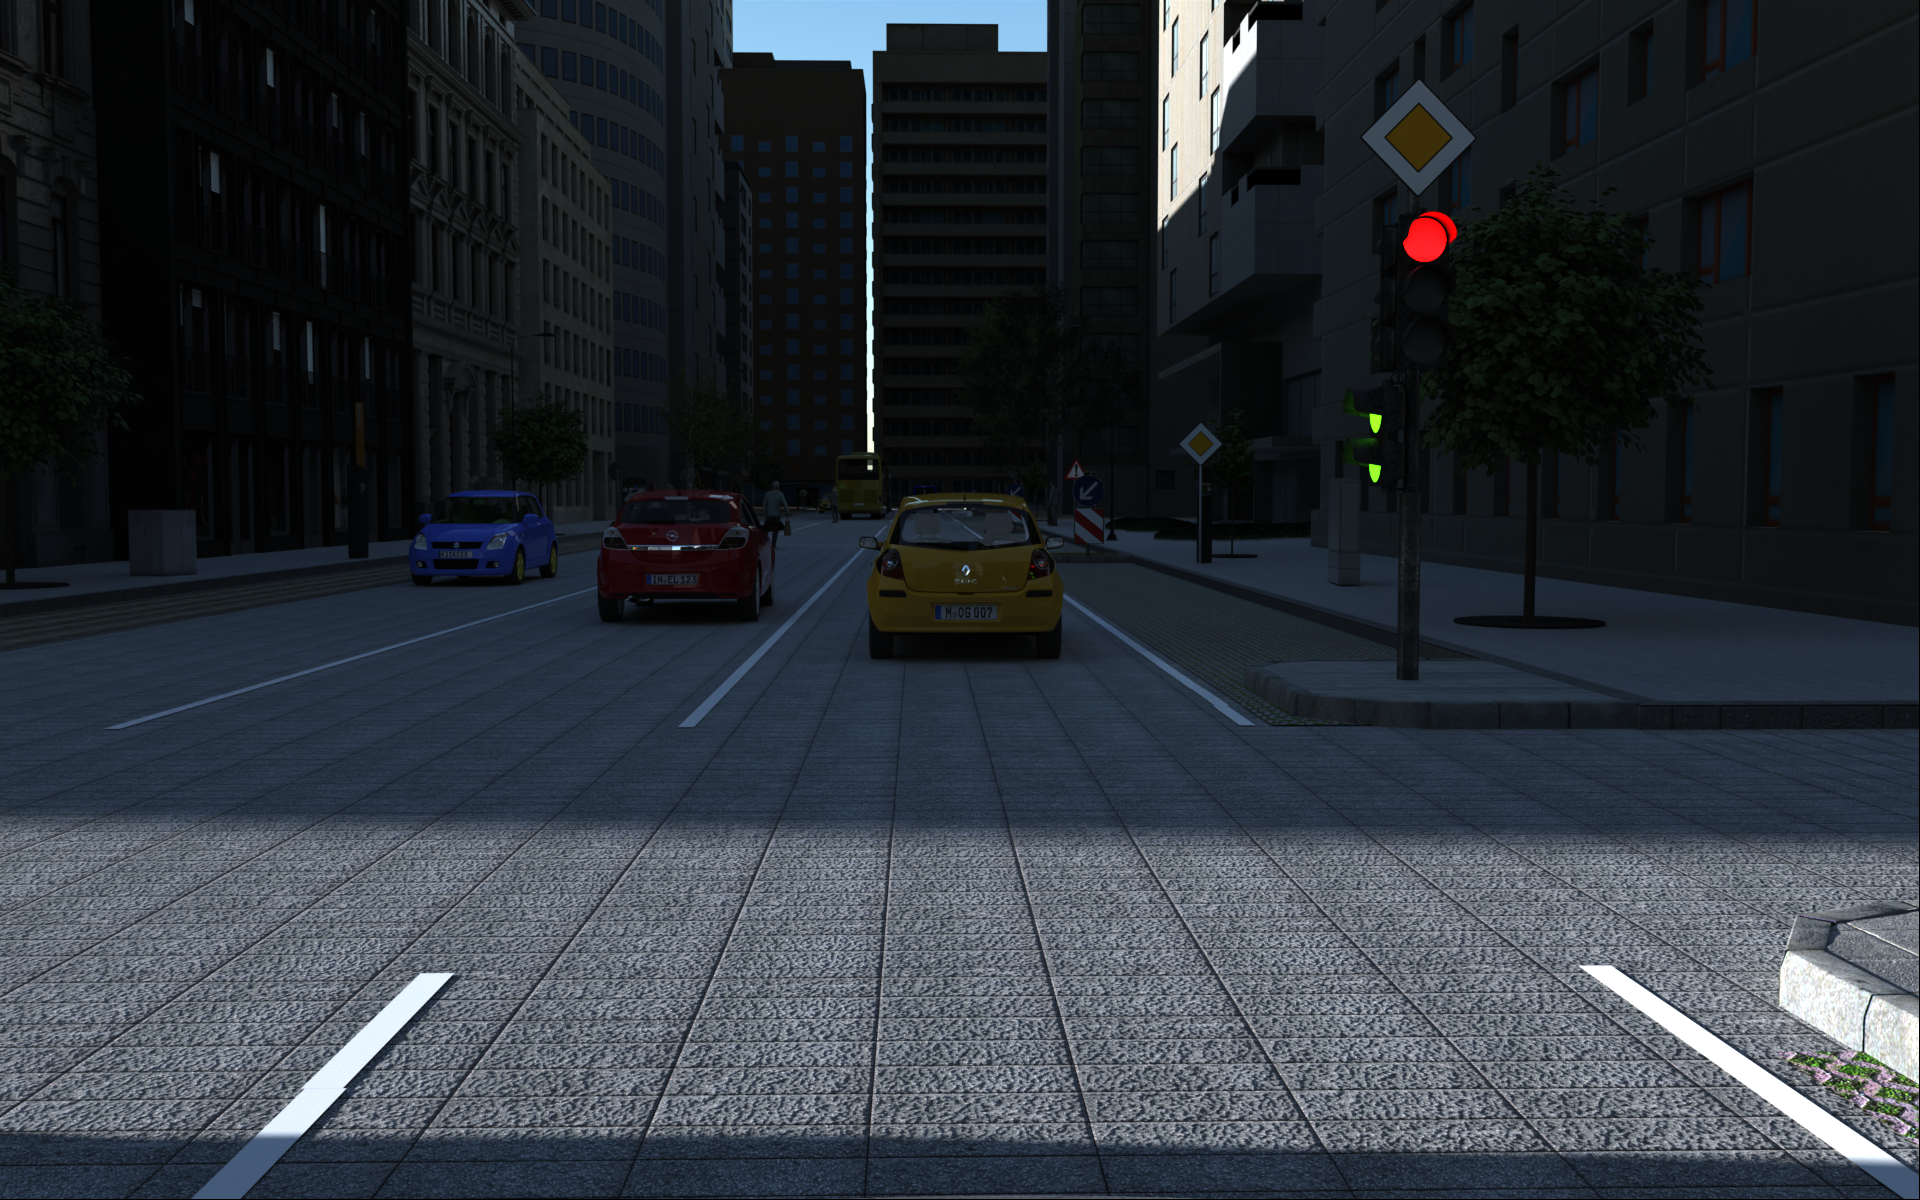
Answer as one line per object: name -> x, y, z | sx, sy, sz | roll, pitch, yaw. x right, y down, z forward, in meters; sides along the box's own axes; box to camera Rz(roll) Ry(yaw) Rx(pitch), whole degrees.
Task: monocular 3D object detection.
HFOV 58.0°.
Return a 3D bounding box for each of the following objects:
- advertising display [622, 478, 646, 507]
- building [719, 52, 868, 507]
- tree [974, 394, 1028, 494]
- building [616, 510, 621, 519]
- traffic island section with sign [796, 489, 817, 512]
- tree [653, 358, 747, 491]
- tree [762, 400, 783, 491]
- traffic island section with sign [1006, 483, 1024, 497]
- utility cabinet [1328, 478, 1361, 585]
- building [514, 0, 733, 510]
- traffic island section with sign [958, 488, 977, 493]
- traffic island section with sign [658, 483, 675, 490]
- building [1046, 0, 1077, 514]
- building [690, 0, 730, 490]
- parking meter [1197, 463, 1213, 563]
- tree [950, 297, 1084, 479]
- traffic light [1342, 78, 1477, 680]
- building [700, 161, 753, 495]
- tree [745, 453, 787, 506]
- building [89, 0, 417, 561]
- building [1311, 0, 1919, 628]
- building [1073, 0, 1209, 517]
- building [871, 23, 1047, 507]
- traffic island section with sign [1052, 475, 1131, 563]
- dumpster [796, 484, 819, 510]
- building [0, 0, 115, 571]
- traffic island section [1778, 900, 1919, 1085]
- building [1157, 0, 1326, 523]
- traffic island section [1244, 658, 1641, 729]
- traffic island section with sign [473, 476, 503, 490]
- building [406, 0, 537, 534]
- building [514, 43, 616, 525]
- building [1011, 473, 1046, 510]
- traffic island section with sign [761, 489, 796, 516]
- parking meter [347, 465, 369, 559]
advertising display -> -13.373, -4.034, 71.161 | 0.974, 1.923, 0.123 | -1, 4, -17
building -> -16.867, -32.377, 179.481 | 14.200, 45.320, 14.600 | 0, 4, -1
tree -> 2.963, -10.810, 127.104 | 4.360, 8.622, 3.978 | 0, 3, 0
building -> -27.858, -34.094, 99.432 | 21.231, 58.520, 28.212 | 0, 4, -1
traffic island section with sign -> -12.708, -8.103, 141.106 | 1.989, 1.847, 2.006 | 0, 4, -1
tree -> -14.523, -8.829, 94.720 | 4.737, 8.622, 4.395 | 0, 3, 0
tree -> -15.050, -10.749, 126.109 | 4.737, 8.622, 4.395 | 0, 3, 0
traffic island section with sign -> 1.883, -3.358, 63.538 | 1.989, 1.847, 2.006 | 0, 4, -1
utility cabinet -> 5.466, -0.973, 24.595 | 0.318, 1.500, 1.173 | 0, 4, 5
building -> -38.157, -39.162, 182.302 | 28.212, 58.520, 21.231 | 0, 4, -1
traffic island section with sign -> 0.665, -6.451, 114.096 | 1.989, 1.847, 2.006 | 0, 4, -1
traffic island section with sign -> -10.854, -3.392, 64.087 | 1.989, 1.847, 2.006 | 0, 4, -1
building -> 16.604, -35.447, 121.561 | 21.231, 58.520, 28.212 | 0, 4, -1
building -> -32.075, -32.961, 128.158 | 28.713, 52.752, 27.495 | 0, 4, -1
parking meter -> 4.551, -1.622, 32.228 | 0.255, 1.863, 0.399 | 0, 4, 2
tree -> 3.032, -10.180, 92.203 | 9.928, 11.665, 9.643 | 0, 3, 0
traffic light -> 3.082, -1.404, 11.884 | 0.839, 4.253, 0.868 | 0, 4, -1
building -> -25.578, -23.316, 152.911 | 14.107, 30.474, 14.160 | 0, 4, -1
tree -> -15.257, -9.329, 136.243 | 4.285, 4.588, 4.351 | 0, 3, 0
building -> -21.320, -12.877, 40.225 | 12.332, 23.373, 15.834 | 0, 4, -1
building -> 23.358, -11.207, 28.270 | 28.899, 21.520, 27.650 | 0, 4, -1
building -> 13.492, -20.154, 101.216 | 14.160, 30.474, 14.107 | 0, 4, -1
building -> 1.619, -34.222, 183.235 | 21.600, 48.544, 21.300 | 0, 4, -1
traffic island section with sign -> 2.535, -1.710, 36.591 | 1.989, 1.847, 2.006 | 0, 4, -1
dumpster -> -13.126, -8.797, 148.779 | 1.985, 2.255, 1.502 | 0, 4, 0
building -> -20.545, -10.651, 23.293 | 9.793, 20.994, 18.267 | 0, 4, -1
traffic island section -> 3.315, 1.117, 4.016 | 2.009, 0.180, 2.903 | 0, 4, -1
building -> 22.975, -29.274, 67.875 | 28.713, 52.752, 27.495 | 0, 4, -1
traffic island section -> 3.123, 0.629, 11.999 | 2.009, 0.180, 2.903 | 0, 4, -1
traffic island section with sign -> -10.199, -1.744, 37.140 | 1.989, 1.847, 2.006 | 0, 4, -1
building -> -21.885, -14.040, 58.430 | 11.050, 23.489, 19.941 | 0, 4, -1
building -> -22.077, -13.587, 76.894 | 10.420, 20.320, 16.860 | 0, 4, -1
building -> 20.746, -27.914, 148.280 | 32.217, 40.220, 23.993 | 0, 4, -1
traffic island section with sign -> -12.072, -6.455, 114.159 | 1.989, 1.847, 2.006 | 0, 4, -1
parking meter -> -12.014, -1.764, 34.551 | 0.255, 1.863, 0.399 | 1, 4, 10
